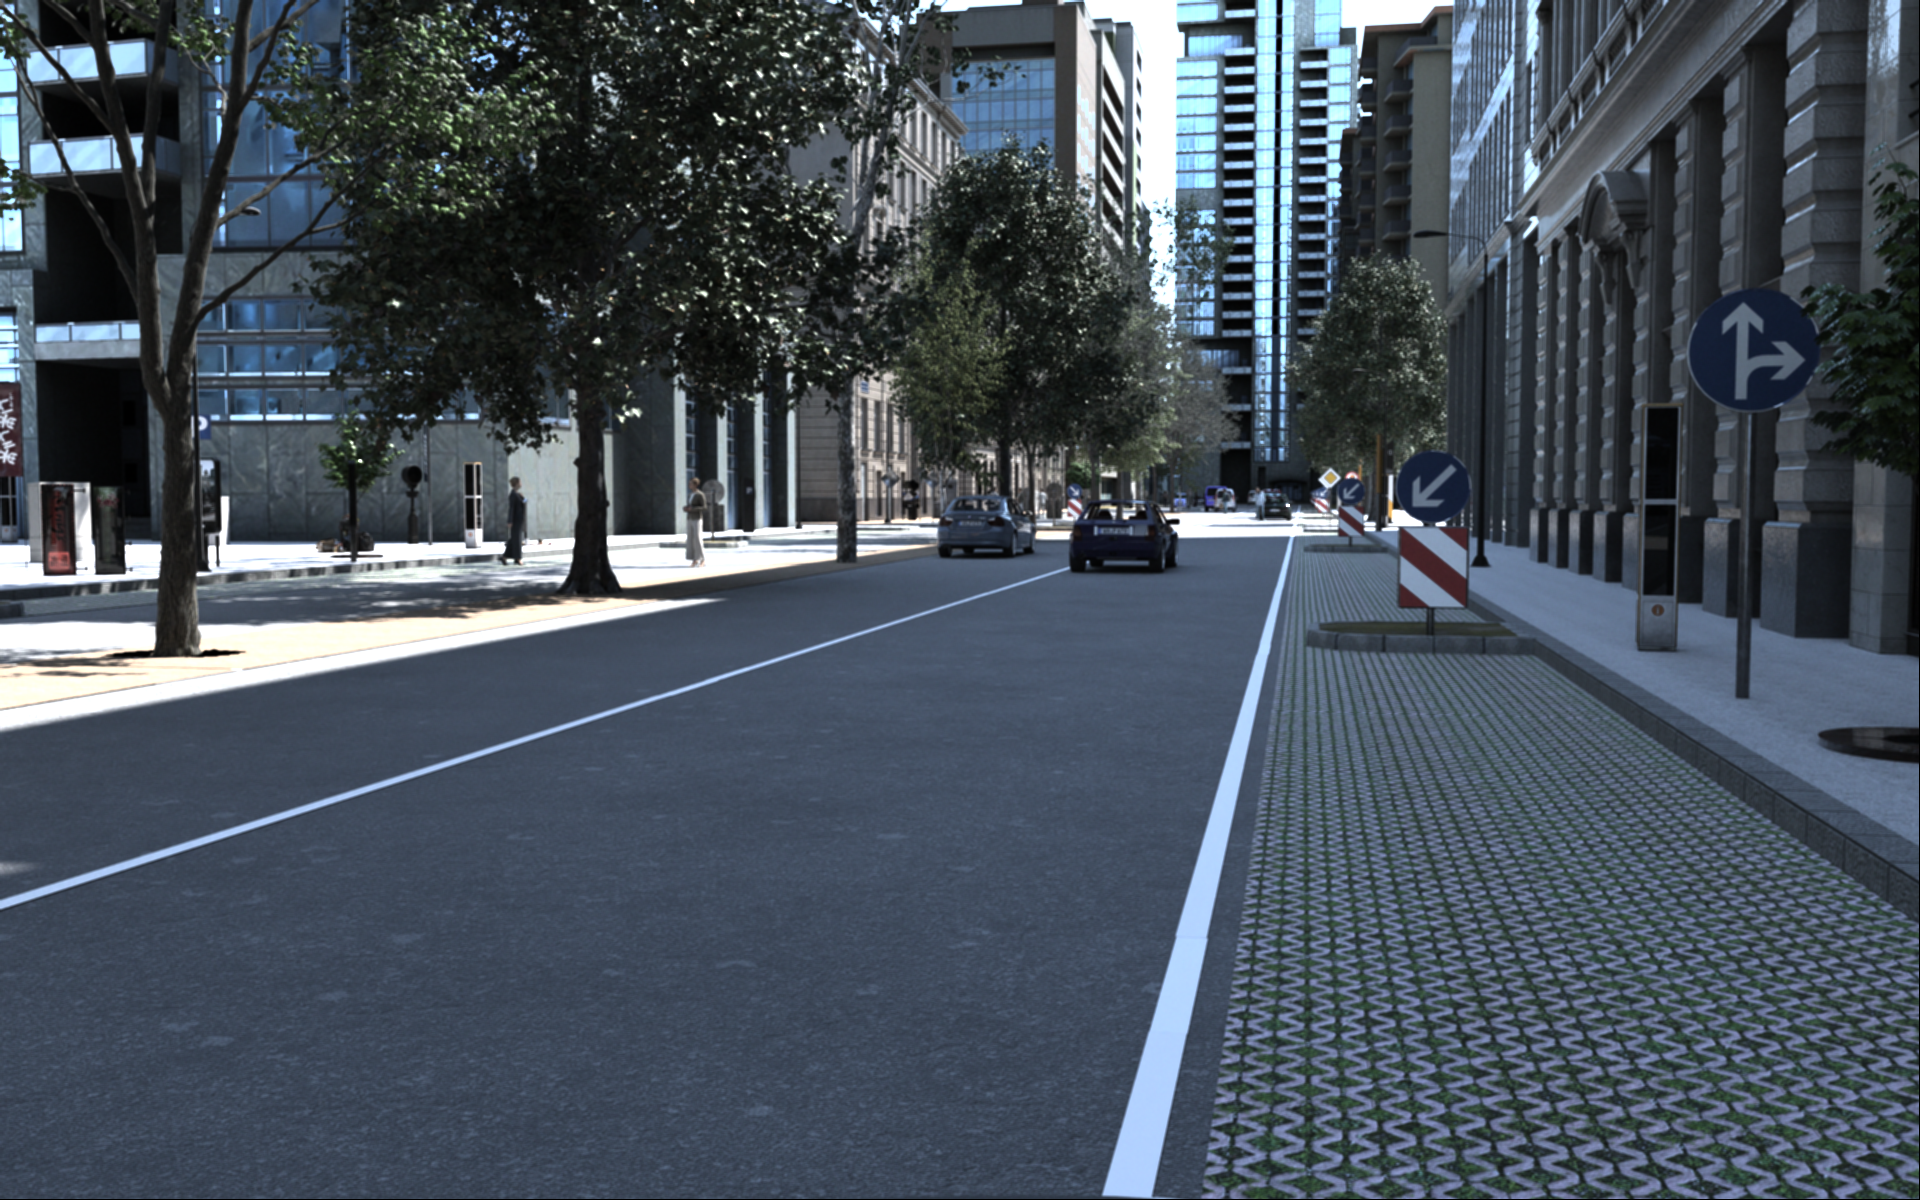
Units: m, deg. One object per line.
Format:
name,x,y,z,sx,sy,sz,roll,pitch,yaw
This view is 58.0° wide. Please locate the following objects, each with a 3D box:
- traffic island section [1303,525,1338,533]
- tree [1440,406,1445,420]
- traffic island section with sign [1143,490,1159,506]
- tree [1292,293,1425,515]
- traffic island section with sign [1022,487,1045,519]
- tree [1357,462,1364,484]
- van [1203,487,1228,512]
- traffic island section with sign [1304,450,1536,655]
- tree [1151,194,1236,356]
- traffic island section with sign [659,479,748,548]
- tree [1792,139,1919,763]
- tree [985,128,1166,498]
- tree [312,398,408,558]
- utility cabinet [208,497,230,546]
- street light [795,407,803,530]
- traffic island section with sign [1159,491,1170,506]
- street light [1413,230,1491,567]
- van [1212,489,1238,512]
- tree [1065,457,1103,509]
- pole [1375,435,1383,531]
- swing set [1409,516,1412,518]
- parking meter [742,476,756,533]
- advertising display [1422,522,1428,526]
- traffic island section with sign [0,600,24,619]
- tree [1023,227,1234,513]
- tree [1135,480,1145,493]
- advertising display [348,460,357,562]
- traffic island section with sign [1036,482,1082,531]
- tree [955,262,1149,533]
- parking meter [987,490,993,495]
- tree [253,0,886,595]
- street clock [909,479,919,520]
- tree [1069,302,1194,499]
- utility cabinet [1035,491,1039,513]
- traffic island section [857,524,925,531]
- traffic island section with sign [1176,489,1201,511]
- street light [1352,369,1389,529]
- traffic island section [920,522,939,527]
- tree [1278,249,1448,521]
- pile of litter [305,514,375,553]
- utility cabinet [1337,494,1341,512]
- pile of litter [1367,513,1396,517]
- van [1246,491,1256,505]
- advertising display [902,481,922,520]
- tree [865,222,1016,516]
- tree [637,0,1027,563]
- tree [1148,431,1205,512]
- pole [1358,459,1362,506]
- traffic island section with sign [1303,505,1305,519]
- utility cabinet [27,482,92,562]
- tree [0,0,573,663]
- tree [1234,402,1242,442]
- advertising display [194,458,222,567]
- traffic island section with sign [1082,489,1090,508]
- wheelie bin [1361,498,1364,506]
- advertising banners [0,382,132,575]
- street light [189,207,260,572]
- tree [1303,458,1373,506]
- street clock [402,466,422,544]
traffic island section,13.905,-2.612,64.983,2.009,0.180,2.903,1,4,11
tree,32.004,-10.163,116.526,4.360,8.622,3.978,0,3,0
traffic island section with sign,18.866,-10.229,175.876,1.989,1.847,2.006,1,4,11
tree,25.324,-12.288,107.564,9.857,13.997,8.962,0,3,0
traffic island section with sign,3.894,-5.600,100.181,1.989,1.847,2.006,1,4,11
tree,29.757,-10.856,127.859,4.360,8.622,3.978,0,3,0
van,21.053,-8.417,142.001,2.240,2.365,5.245,1,4,9
traffic island section with sign,4.308,-0.475,16.402,1.989,1.847,2.006,1,4,11
tree,9.503,-14.918,102.256,12.611,20.169,13.585,0,3,0
traffic island section with sign,-6.760,-2.307,46.344,1.989,1.847,2.006,1,4,11
tree,5.000,-0.852,8.530,1.663,3.219,1.824,0,3,0
tree,1.438,-8.233,54.078,9.611,12.733,9.660,0,3,0
tree,-12.320,-2.475,35.071,1.663,3.219,1.824,0,3,0
utility cabinet,-18.431,-1.949,43.031,0.306,1.237,1.020,-1,4,-10
street light,-5.297,-5.500,62.460,1.470,5.913,1.316,1,4,11
traffic island section with sign,24.111,-11.847,202.318,1.989,1.847,2.006,1,4,11
street light,8.672,-3.549,30.559,1.470,5.913,1.316,1,4,11
van,21.000,-7.963,137.198,2.013,2.044,4.112,1,4,10
tree,10.588,-10.049,148.015,4.285,4.588,4.351,0,3,0
pole,14.391,-4.012,59.443,0.158,3.312,0.155,0,3,0
swing set,25.822,-5.902,94.123,3.119,2.851,2.862,1,4,12
parking meter,-7.006,-3.168,57.505,0.399,1.863,0.255,-1,4,-19
advertising display,11.068,-2.192,41.057,0.123,1.923,0.974,1,4,22
traffic island section with sign,-12.006,-0.687,19.855,1.989,1.847,2.006,1,4,11
tree,6.140,-10.190,79.438,12.009,13.543,11.850,0,3,0
tree,21.331,-12.792,203.753,1.663,3.219,1.824,0,3,0
advertising display,-11.535,-1.693,32.897,0.123,1.923,0.974,-1,4,-19
traffic island section with sign,3.570,-3.616,67.265,2.006,1.907,1.989,1,4,11
tree,2.736,-7.699,62.745,8.767,10.594,7.601,1,4,11
parking meter,1.764,-5.580,99.651,0.372,1.533,0.369,0,3,0
tree,-5.294,-6.439,24.748,9.611,12.733,9.660,0,3,0
street clock,-2.235,-4.873,84.242,0.471,2.002,0.358,-1,4,-20
tree,8.356,-10.423,91.008,7.486,12.596,7.792,0,3,0
utility cabinet,5.002,-6.719,118.529,0.318,1.500,1.173,2,4,33
traffic island section,-2.763,-2.813,68.275,2.009,0.180,2.903,1,4,11
traffic island section with sign,19.599,-8.569,148.246,2.006,1.907,1.989,1,4,11
street light,15.264,-5.621,64.447,1.470,5.913,1.316,1,4,11
traffic island section,-1.213,-3.292,76.108,2.009,0.180,2.903,1,4,11
tree,19.618,-10.040,81.157,9.611,12.733,9.660,0,3,0
pile of litter,-13.678,-1.484,38.227,1.719,0.858,1.176,-3,5,-44
utility cabinet,26.909,-6.992,123.005,0.318,1.500,1.173,1,4,12
pile of litter,24.010,-5.175,98.568,1.719,0.858,1.176,0,4,3
van,37.550,-13.090,221.027,2.013,2.044,4.112,1,4,10
advertising display,-2.359,-4.861,84.693,0.974,1.923,0.123,1,4,8
tree,-0.444,-5.653,45.246,4.737,8.622,4.395,0,3,0
tree,-3.386,-10.899,36.547,12.611,20.169,13.585,0,3,0
tree,17.309,-11.191,135.793,4.737,8.622,4.395,0,3,0
pole,22.777,-6.412,98.673,0.158,3.312,0.155,0,3,0
traffic island section with sign,9.543,-2.093,42.846,1.989,1.847,2.006,1,4,11
utility cabinet,-16.937,-1.462,32.586,0.318,1.500,1.173,1,4,19
tree,-6.811,-5.294,14.763,9.928,11.665,9.643,0,3,0
tree,12.956,-12.355,114.824,12.009,13.543,11.850,0,3,0
advertising display,-13.555,-1.564,30.782,0.974,1.923,0.123,1,4,20
traffic island section with sign,9.271,-7.261,127.350,1.989,1.847,2.006,1,4,11
wheelie bin,27.387,-6.644,116.530,0.693,1.594,0.980,-2,4,-33
advertising banners,-14.203,-1.903,27.298,2.074,3.025,0.090,-1,4,-9
street light,-12.026,-3.412,28.328,1.470,5.913,1.316,1,4,11
tree,32.158,-13.820,144.083,7.486,12.596,7.792,0,3,0
street clock,-13.955,-2.421,44.147,0.358,2.002,0.471,3,4,36
